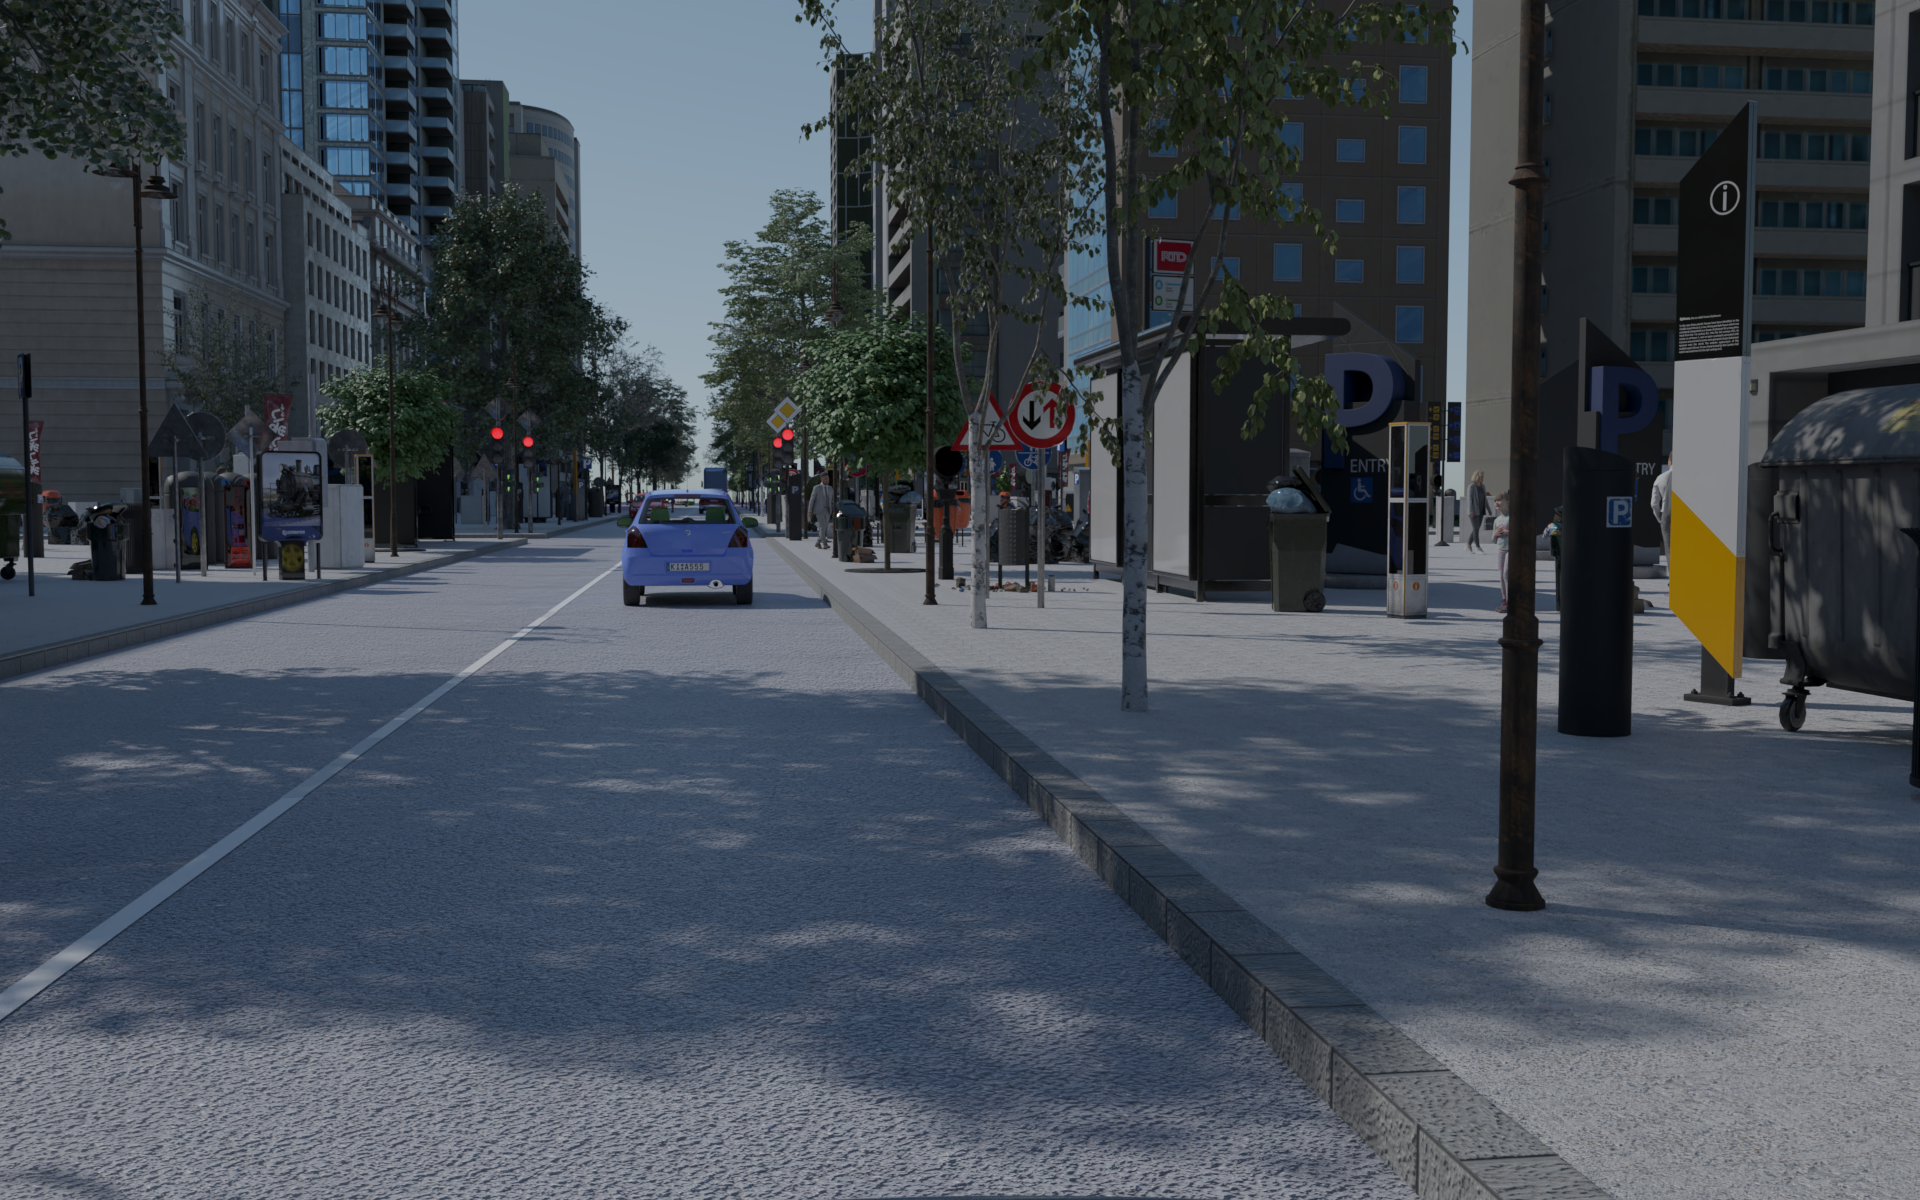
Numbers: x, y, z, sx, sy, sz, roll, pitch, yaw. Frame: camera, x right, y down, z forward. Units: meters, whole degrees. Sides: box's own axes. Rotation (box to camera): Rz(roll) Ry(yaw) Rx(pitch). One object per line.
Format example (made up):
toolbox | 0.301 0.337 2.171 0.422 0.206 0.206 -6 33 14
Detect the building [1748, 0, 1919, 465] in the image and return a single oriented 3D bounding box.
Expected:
building | 24.356 -35.441 17.718 20.563 71.187 20.611 0 4 -8

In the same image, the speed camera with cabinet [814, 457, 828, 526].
speed camera with cabinet | -5.464 -4.690 71.020 0.660 3.252 2.038 1 4 13

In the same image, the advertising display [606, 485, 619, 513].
advertising display | -23.556 -6.859 117.356 0.974 1.923 0.123 1 4 10

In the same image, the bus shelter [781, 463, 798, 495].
bus shelter | -12.534 -8.118 124.004 1.731 3.624 6.357 0 4 -8

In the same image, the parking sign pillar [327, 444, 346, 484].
parking sign pillar | -31.011 -5.955 85.838 1.447 3.967 1.447 0 4 -1

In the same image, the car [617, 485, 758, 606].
car | -3.712 -0.859 23.638 1.945 1.707 3.694 -1 4 -9

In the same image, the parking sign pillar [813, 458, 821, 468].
parking sign pillar | -9.771 -8.115 121.146 1.447 3.967 1.447 1 4 22

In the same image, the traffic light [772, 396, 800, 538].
traffic light | -4.990 -3.733 49.951 0.839 4.253 0.868 0 4 -8

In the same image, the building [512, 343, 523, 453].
building | -53.555 -25.009 180.591 14.160 30.474 14.107 0 4 -8

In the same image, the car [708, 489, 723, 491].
car | -18.019 -7.197 126.347 2.281 1.827 5.304 -1 4 -9

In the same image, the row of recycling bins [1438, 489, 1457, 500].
row of recycling bins | 35.232 -7.466 129.186 3.534 1.692 1.069 0 4 2

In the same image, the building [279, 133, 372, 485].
building | -39.528 -14.729 95.576 10.420 20.320 16.860 0 4 -8

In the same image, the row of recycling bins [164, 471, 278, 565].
row of recycling bins | -13.991 -1.570 32.789 1.069 1.692 3.534 0 4 2

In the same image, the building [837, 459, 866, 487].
building | -4.881 -25.349 259.495 27.650 21.520 28.899 0 4 -8

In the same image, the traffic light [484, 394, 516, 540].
traffic light | -12.972 -3.664 48.822 0.839 4.253 0.868 0 4 -8

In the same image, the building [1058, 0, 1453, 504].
building | 12.753 -26.208 78.609 14.200 45.320 14.600 0 4 -8

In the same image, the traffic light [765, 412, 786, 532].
traffic light | -6.097 -4.216 57.859 0.839 4.253 0.868 0 4 -8

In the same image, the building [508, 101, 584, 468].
building | -68.406 -43.890 259.605 21.231 58.520 28.212 0 4 -8

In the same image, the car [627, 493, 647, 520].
car | -16.141 -4.936 89.742 2.155 1.783 4.494 0 4 -7

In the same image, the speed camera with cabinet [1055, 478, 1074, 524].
speed camera with cabinet | 5.250 -4.889 74.265 2.038 3.252 0.660 1 4 20

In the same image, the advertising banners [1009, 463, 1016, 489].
advertising banners | 3.617 -6.251 98.398 2.074 3.025 0.090 3 4 38

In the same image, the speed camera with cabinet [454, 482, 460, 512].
speed camera with cabinet | -32.629 -7.152 111.277 0.660 3.252 2.038 -3 4 -38

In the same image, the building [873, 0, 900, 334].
building | 1.376 -39.168 182.393 21.231 58.520 28.212 0 4 -8

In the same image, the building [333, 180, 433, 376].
building | -43.842 -16.799 116.466 13.314 21.916 24.055 0 4 -8

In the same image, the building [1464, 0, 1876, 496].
building | 37.667 -28.358 87.356 21.600 48.544 21.300 0 4 -8

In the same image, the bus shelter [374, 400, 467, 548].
bus shelter | -13.880 -3.236 44.197 1.731 3.624 6.357 0 4 -8

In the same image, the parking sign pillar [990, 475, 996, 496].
parking sign pillar | 1.525 -6.744 98.730 1.447 3.967 1.447 -3 4 -36

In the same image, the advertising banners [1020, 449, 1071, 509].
advertising banners | 3.238 -4.257 65.786 2.074 3.025 0.090 -1 4 -14

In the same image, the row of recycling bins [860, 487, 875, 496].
row of recycling bins | -5.894 -6.144 107.570 1.069 1.692 3.534 -1 4 -17

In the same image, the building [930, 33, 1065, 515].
building | 4.706 -20.891 113.266 14.160 30.474 14.107 0 4 -8

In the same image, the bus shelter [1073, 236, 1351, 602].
bus shelter | 3.005 -2.880 24.724 2.179 5.291 8.768 0 4 -8

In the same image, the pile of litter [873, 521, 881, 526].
pile of litter | -2.810 -3.455 70.449 1.719 0.858 1.176 0 4 3

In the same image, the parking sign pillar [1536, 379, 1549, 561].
parking sign pillar | 11.496 -2.773 33.809 1.447 3.967 1.447 1 4 22

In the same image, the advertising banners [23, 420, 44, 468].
advertising banners | -22.389 -2.714 40.562 0.090 3.025 2.074 2 4 29

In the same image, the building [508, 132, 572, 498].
building | -64.552 -37.374 234.770 21.300 48.544 21.600 0 4 -8

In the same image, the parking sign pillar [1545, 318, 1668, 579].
parking sign pillar | 10.170 -2.337 26.687 1.447 3.967 1.447 -1 4 -21

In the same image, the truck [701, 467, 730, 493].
truck | -23.872 -10.961 168.977 2.967 4.110 18.799 0 4 -8

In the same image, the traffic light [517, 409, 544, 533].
traffic light | -14.078 -4.147 56.731 0.839 4.253 0.868 0 4 -8

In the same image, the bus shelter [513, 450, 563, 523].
bus shelter | -19.308 -5.232 79.462 2.014 3.302 5.546 0 4 -8

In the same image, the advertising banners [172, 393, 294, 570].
advertising banners | -12.459 -2.055 29.780 2.074 3.025 0.090 -3 5 -42

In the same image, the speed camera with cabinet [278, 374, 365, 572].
speed camera with cabinet | -10.792 -2.137 29.277 0.660 3.252 2.038 0 4 5

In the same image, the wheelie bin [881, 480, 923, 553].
wheelie bin | -1.286 -1.825 37.746 0.980 1.594 0.693 1 4 11

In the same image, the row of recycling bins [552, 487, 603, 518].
row of recycling bins | -21.400 -5.378 95.047 3.534 1.692 1.069 0 4 -8

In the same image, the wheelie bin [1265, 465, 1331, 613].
wheelie bin | 3.687 -0.677 18.979 0.693 1.594 0.980 0 4 6

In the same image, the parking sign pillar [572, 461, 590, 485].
parking sign pillar | -28.327 -8.619 129.389 1.447 3.967 1.447 1 4 18

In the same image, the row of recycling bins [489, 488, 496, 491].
row of recycling bins | -31.839 -6.882 119.634 3.534 1.692 1.069 1 4 17

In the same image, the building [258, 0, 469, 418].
building | -52.175 -50.670 141.124 22.319 86.520 31.000 0 4 -8

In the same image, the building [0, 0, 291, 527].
building | -38.854 -17.783 76.654 13.634 28.700 20.117 0 4 -8

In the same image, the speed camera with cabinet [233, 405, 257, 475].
speed camera with cabinet | -16.087 -2.671 38.013 0.660 3.252 2.038 2 4 32

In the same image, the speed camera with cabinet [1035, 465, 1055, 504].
speed camera with cabinet | 4.599 -6.153 94.941 0.660 3.252 2.038 2 4 26

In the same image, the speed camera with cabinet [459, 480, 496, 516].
speed camera with cabinet | -27.587 -6.442 99.665 2.038 3.252 0.660 -1 4 -15

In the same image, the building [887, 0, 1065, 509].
building | 5.000 -32.664 157.763 21.300 48.544 21.600 0 4 -8

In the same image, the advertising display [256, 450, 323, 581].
advertising display | -9.983 -1.261 25.831 0.123 1.923 0.974 3 5 41

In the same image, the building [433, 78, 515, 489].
building | -50.759 -29.470 165.422 14.154 41.232 14.086 0 4 -8

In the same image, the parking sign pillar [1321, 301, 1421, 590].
parking sign pillar | 5.636 -2.162 23.819 1.447 3.967 1.447 3 5 44

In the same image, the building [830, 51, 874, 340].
building | -12.377 -51.598 281.882 20.563 71.187 20.611 0 4 -8
